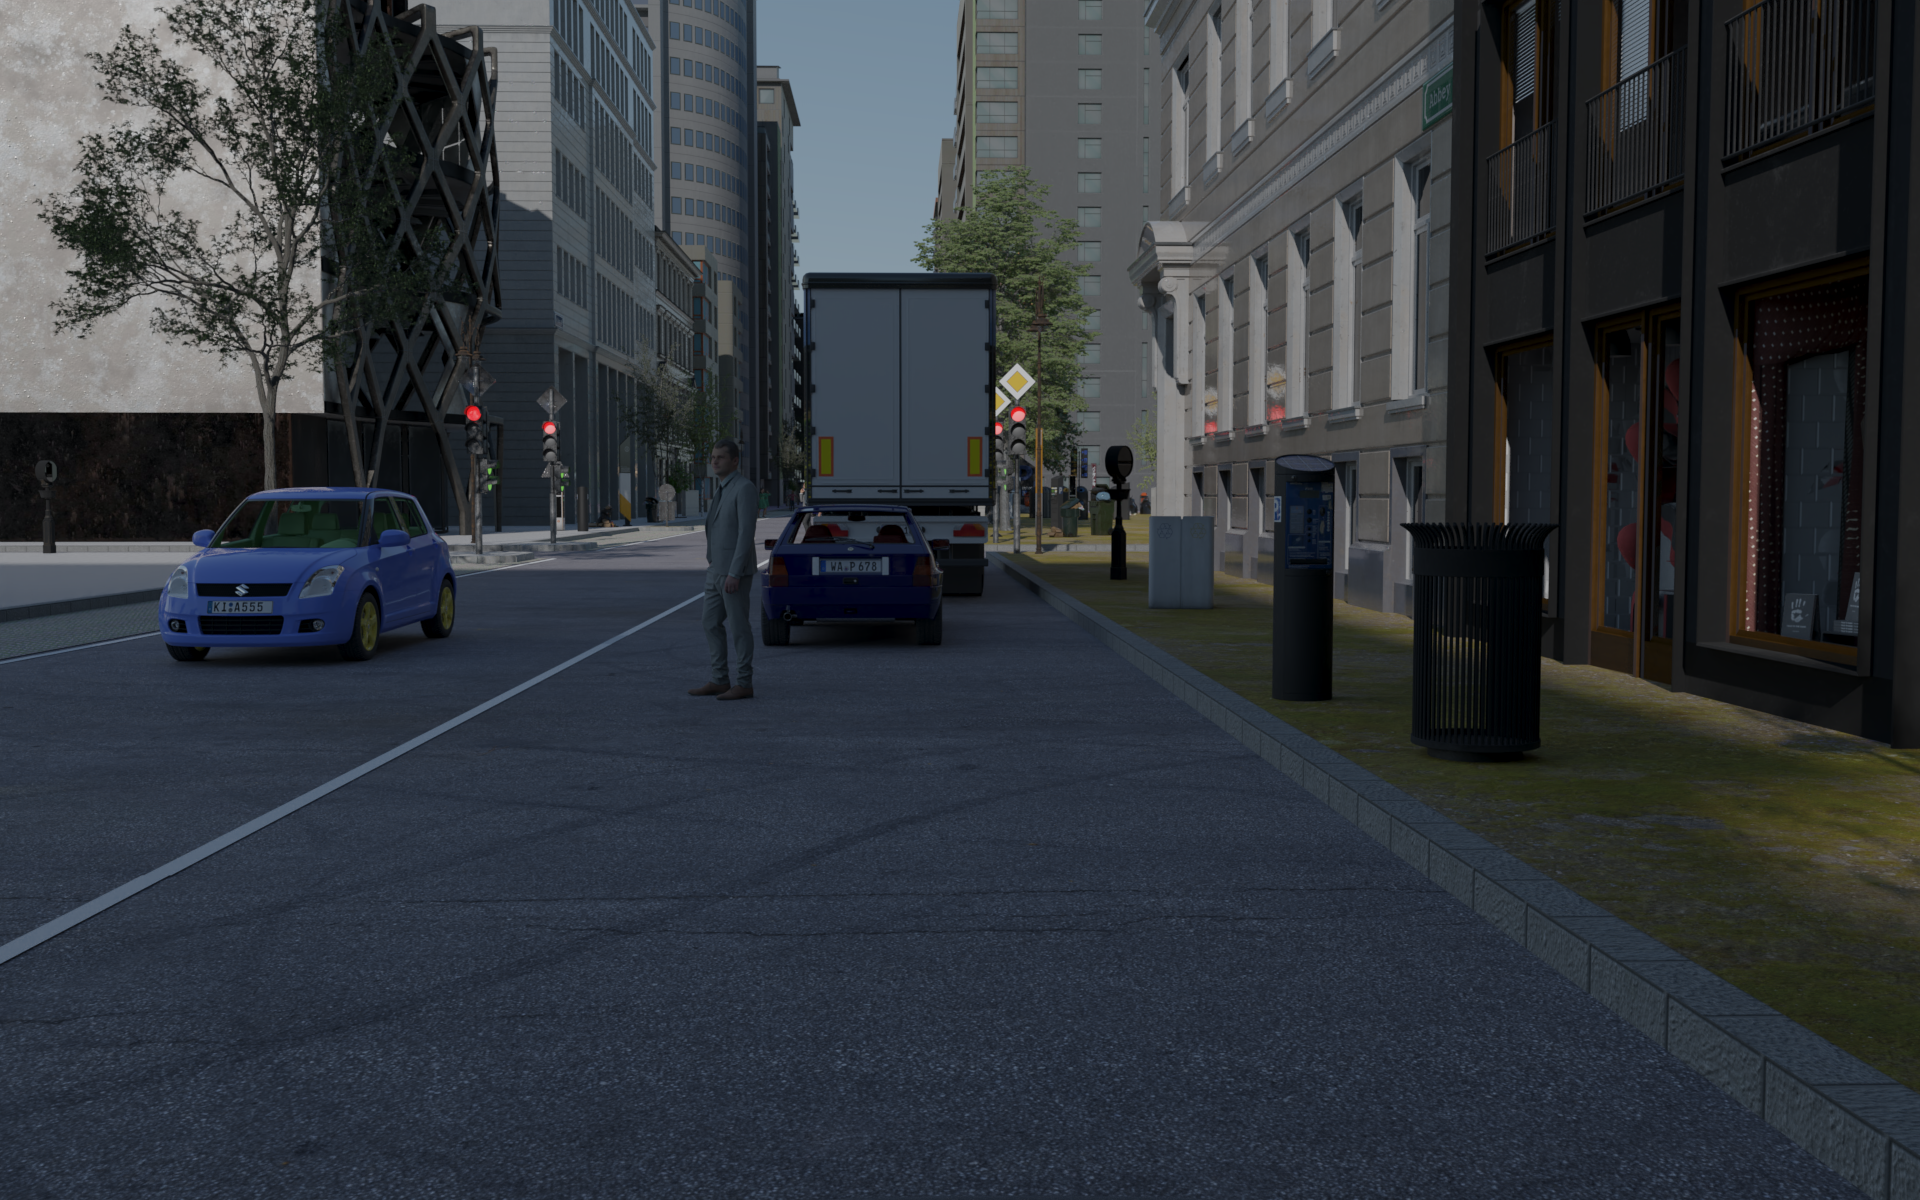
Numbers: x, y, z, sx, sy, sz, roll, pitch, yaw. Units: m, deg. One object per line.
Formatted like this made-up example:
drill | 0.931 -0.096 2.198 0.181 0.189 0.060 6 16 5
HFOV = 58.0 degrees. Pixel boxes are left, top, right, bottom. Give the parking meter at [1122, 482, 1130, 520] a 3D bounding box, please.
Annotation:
parking meter | 8.204 -4.904 85.893 0.399 1.863 0.255 2 4 24

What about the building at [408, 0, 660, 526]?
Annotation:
building | -22.160 -18.708 83.376 11.434 29.767 29.804 0 4 -2

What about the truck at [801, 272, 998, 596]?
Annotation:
truck | -0.931 -2.363 27.544 2.839 4.237 11.283 0 4 -2

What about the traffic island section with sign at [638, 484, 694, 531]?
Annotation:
traffic island section with sign | -11.404 -3.595 67.400 1.989 1.847 2.006 0 4 -2

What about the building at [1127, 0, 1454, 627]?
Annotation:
building | 10.525 -14.630 25.101 13.634 28.700 20.117 0 4 -2

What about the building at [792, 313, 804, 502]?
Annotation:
building | -30.026 -30.547 271.150 14.160 30.474 14.107 0 4 -2

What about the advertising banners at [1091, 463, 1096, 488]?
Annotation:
advertising banners | 8.042 -6.262 98.578 0.090 3.025 2.074 3 5 39

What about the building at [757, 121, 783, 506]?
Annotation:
building | -26.448 -30.627 184.352 14.154 41.232 14.086 0 4 -2

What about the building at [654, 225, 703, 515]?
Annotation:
building | -22.415 -14.916 108.501 10.561 19.102 19.286 0 4 -2

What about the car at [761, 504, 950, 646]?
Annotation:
car | -1.064 -0.315 17.735 1.945 1.354 3.894 0 4 -2

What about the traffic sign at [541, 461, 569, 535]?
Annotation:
traffic sign | -12.747 -3.336 54.554 0.884 2.594 0.081 0 4 -2

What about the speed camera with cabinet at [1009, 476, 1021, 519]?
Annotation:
speed camera with cabinet | 2.641 -5.822 89.532 0.660 3.252 2.038 1 4 15

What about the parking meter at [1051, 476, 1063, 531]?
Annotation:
parking meter | 3.067 -3.004 54.833 0.255 1.863 0.399 2 4 34

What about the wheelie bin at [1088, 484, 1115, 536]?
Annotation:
wheelie bin | 4.397 -2.799 53.677 0.693 1.594 0.980 -2 4 -29

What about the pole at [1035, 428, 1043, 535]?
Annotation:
pole | 2.455 -3.667 53.798 0.158 3.312 0.155 0 3 0

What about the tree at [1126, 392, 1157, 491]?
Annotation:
tree | 13.617 -10.259 118.094 4.737 8.622 4.395 0 3 0

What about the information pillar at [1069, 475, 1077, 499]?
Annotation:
information pillar | 4.329 -3.801 66.636 0.304 2.012 0.304 0 4 2

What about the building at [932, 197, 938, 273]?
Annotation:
building | 7.156 -36.454 250.650 22.147 44.769 28.867 0 4 -2

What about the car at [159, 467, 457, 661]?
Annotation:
car | -5.927 -0.391 15.988 1.945 1.707 3.694 0 4 -1

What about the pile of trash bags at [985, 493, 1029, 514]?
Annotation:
pile of trash bags | 3.201 -6.387 114.176 3.447 1.369 1.912 1 4 23

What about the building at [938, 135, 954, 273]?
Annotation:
building | 8.036 -36.796 225.311 21.300 48.544 21.600 0 4 -2

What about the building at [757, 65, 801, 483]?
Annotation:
building | -34.898 -38.438 217.707 28.713 52.752 27.495 0 4 -2

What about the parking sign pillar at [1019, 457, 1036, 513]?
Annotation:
parking sign pillar | 4.413 -7.847 116.771 1.447 3.967 1.447 1 4 20

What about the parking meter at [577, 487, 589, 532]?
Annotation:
parking meter | -12.927 -3.116 59.350 0.372 1.533 0.369 0 3 0

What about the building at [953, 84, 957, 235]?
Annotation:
building | 10.682 -34.222 179.130 23.786 49.044 30.456 0 4 -2

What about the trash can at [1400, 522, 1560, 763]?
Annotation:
trash can | 2.524 0.195 8.458 0.748 1.137 0.748 0 3 0

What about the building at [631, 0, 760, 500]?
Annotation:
building | -30.624 -37.954 162.550 21.231 58.520 28.212 0 4 -2

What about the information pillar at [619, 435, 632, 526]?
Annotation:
information pillar | -13.316 -4.742 68.885 0.504 3.616 0.183 -3 5 -44

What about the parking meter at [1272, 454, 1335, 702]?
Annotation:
parking meter | 2.150 -0.149 10.839 0.372 1.533 0.369 0 3 0

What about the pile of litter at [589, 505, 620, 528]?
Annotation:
pile of litter | -13.811 -3.236 66.870 1.176 0.858 1.719 -3 4 -36

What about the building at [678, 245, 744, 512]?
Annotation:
building | -32.011 -17.699 134.423 27.650 21.520 28.899 0 4 -2

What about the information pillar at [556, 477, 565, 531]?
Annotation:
information pillar | -13.965 -3.418 60.370 0.304 2.012 0.304 0 4 2

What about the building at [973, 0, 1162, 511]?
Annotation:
building | 7.934 -27.637 135.452 14.154 41.232 14.086 0 4 -2

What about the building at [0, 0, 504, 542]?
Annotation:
building | -23.333 -11.412 54.036 16.820 18.784 16.811 0 4 -2

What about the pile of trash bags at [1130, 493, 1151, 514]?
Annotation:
pile of trash bags | 11.535 -6.188 110.918 1.912 1.369 3.447 1 4 15

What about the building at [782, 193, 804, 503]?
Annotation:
building | -34.456 -38.444 248.168 23.786 49.044 30.456 0 4 -2

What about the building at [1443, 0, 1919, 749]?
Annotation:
building | 10.810 -10.865 7.321 12.332 23.373 15.834 0 4 -2

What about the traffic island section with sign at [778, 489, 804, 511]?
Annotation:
traffic island section with sign | -14.205 -8.331 144.846 1.989 1.847 2.006 0 4 -2

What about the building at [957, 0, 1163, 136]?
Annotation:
building | 10.712 -32.382 153.150 21.300 48.544 21.600 0 4 -2
